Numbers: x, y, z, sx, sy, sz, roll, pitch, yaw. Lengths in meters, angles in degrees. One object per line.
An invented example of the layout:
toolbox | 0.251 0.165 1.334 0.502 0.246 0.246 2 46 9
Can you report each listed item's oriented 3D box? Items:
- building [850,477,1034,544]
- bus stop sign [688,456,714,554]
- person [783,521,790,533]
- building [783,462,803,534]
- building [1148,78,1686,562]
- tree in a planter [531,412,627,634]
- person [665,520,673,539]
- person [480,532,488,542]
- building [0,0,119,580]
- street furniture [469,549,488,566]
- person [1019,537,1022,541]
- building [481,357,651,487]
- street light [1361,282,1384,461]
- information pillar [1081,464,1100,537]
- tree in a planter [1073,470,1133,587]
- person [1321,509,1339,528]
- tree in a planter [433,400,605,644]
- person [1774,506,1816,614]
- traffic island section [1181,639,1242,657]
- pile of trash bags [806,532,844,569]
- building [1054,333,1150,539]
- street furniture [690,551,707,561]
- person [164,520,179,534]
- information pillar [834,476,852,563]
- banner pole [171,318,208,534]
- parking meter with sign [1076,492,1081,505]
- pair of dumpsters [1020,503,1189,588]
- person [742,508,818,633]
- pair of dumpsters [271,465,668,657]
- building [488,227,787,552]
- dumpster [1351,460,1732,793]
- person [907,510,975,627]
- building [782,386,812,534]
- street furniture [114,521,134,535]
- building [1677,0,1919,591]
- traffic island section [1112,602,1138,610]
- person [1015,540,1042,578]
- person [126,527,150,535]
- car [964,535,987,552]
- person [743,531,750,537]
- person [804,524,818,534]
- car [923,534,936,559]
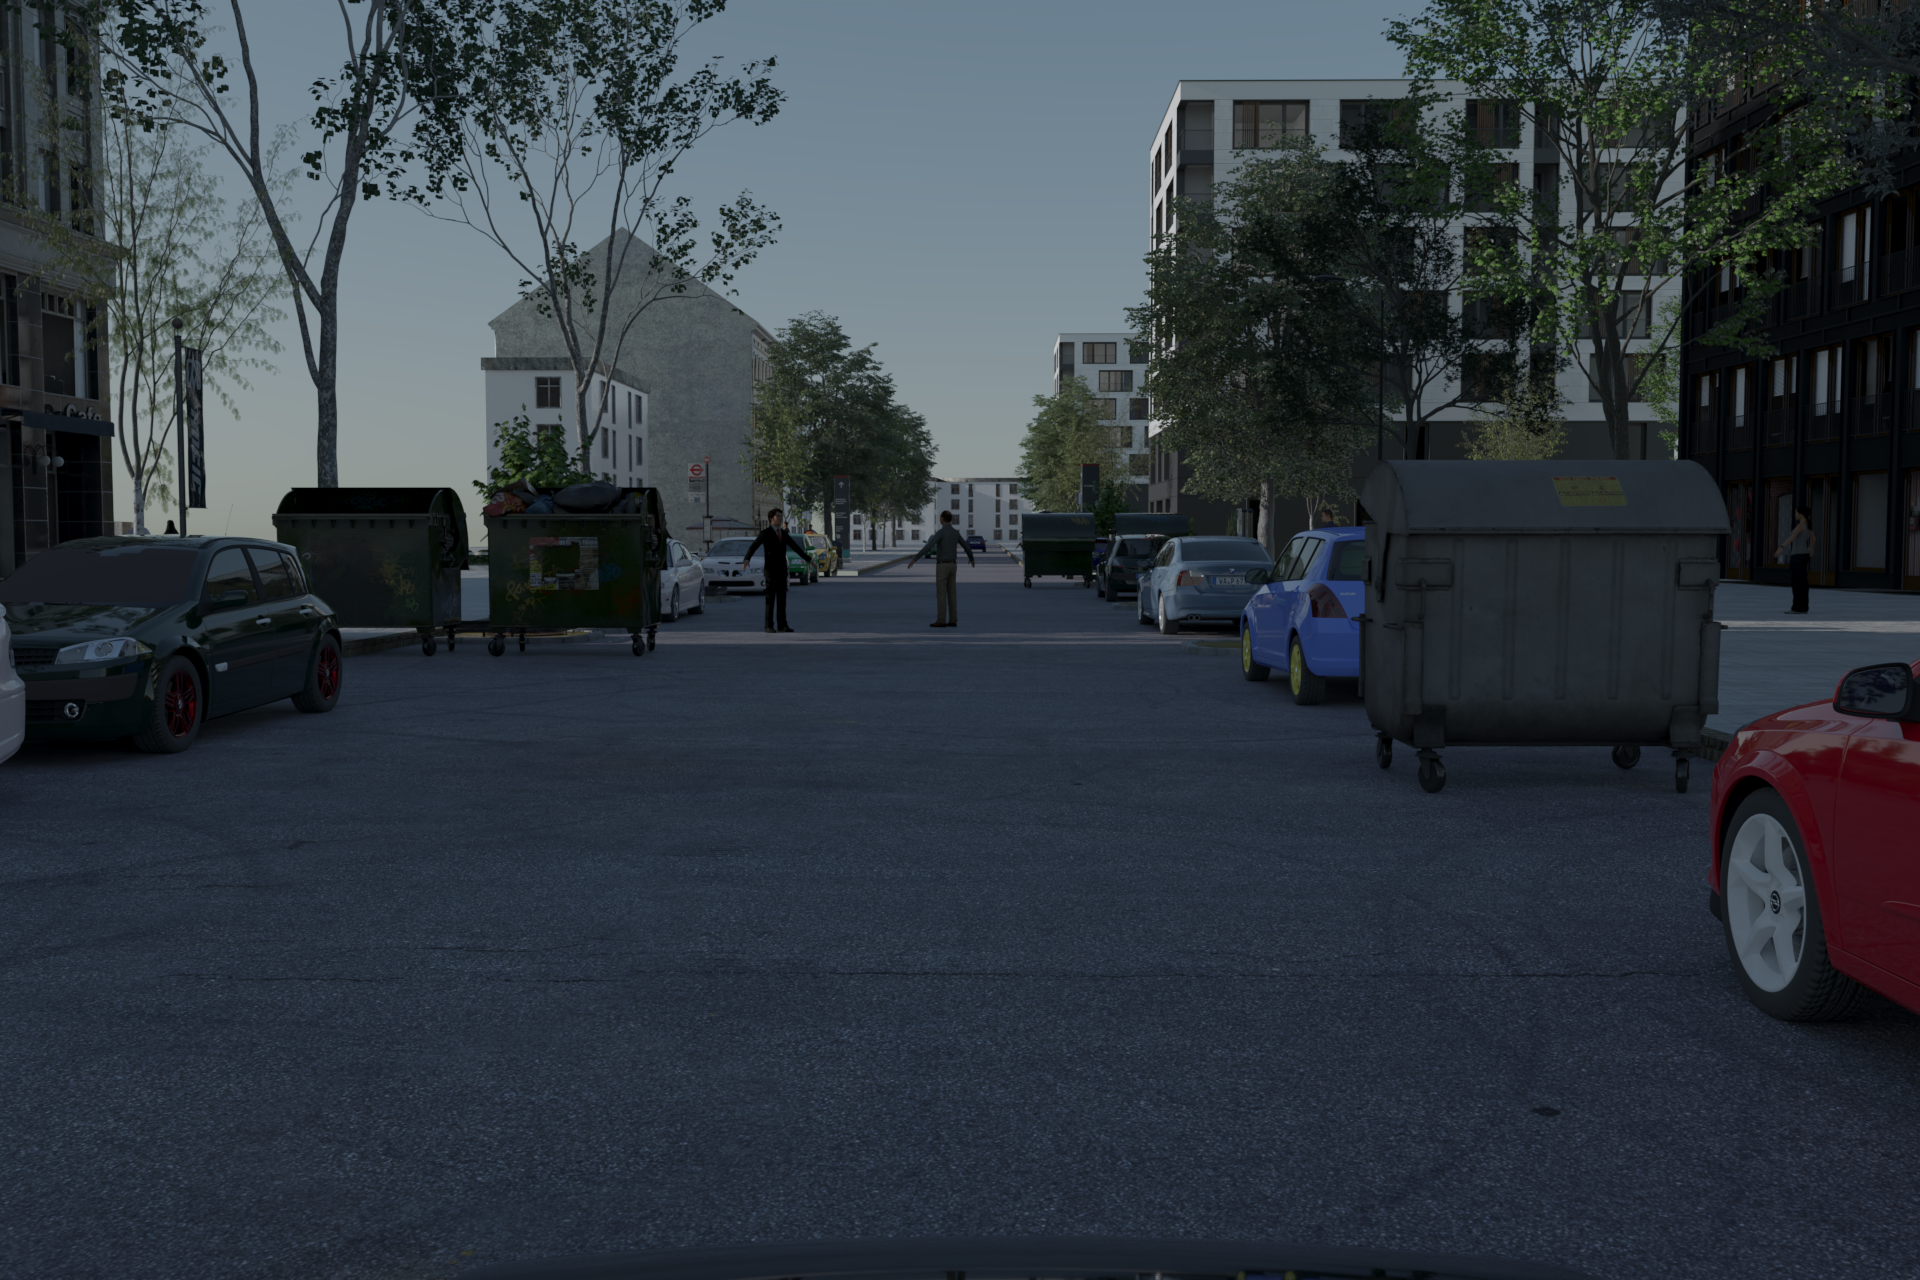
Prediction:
building | -3.296 -18.973 254.806 28.070 9.664 9.099 0 4 6
bus stop sign | -8.877 -4.326 59.427 0.855 3.939 0.416 0 4 2
person | -7.354 -4.079 72.830 0.704 1.812 1.346 1 4 12
building | -21.479 -15.087 188.823 9.099 9.664 28.070 0 4 1
building | 24.049 -15.317 94.412 27.936 21.610 32.646 0 4 1
tree in a planter | -5.910 -1.727 25.465 1.991 3.239 1.994 0 4 1
person | -10.359 -3.333 60.712 0.704 1.802 1.346 1 4 19
person | -21.965 -4.585 81.144 1.347 1.806 0.705 2 4 35
building | -30.578 -15.768 37.403 16.754 29.471 25.880 0 4 1
street furniture | -21.941 -3.359 70.539 10.072 0.657 5.734 -3 5 -39
person | 3.518 -5.401 95.109 0.721 1.733 1.217 -1 4 -18
building | -21.735 -9.434 96.389 9.099 9.664 28.070 0 4 1
street light | 8.123 -3.589 31.217 1.470 5.913 1.316 0 4 0
information pillar | 4.789 -4.555 63.848 0.750 3.857 0.750 0 4 -1
tree in a planter | 4.135 -3.102 47.942 1.991 3.239 1.994 0 4 1
person | 6.322 -1.389 29.666 0.541 1.710 0.530 -2 4 -31
tree in a planter | -5.915 -1.601 23.391 1.991 3.239 1.994 0 4 1
person | 13.443 -1.288 27.869 1.217 1.737 0.721 -3 5 -40
traffic island section | 3.736 0.103 21.180 1.991 0.108 1.994 0 4 1
pile of trash bags | -5.202 -3.241 62.742 1.912 1.369 3.447 0 4 2
building | 24.261 -21.318 192.520 27.936 21.610 32.646 0 4 1
street furniture | -11.132 -3.895 79.307 5.734 0.657 10.072 1 4 12
person | -25.222 -2.961 55.194 0.721 1.737 1.214 1 4 12
information pillar | -5.229 -5.359 76.996 0.750 3.857 0.750 0 4 2
banner pole | -9.064 -1.859 20.409 0.401 3.779 0.863 0 4 0
parking meter with sign | 5.067 -4.548 70.622 0.543 3.016 1.738 0 4 0
pair of dumpsters | 3.818 -2.519 46.142 4.436 2.255 1.574 0 4 0
person | -2.659 -1.013 25.203 1.347 1.806 0.705 -3 5 -44
pair of dumpsters | -5.798 -0.961 20.663 4.436 2.255 1.574 0 4 1
building | -23.991 -18.496 133.343 19.493 23.208 18.063 0 4 1
dumpster | 3.304 -0.112 10.044 1.865 1.857 1.264 0 4 0
person | -0.231 -1.099 26.700 1.348 1.796 0.705 -3 5 -42
building | -24.591 -21.914 214.714 16.016 20.090 11.380 0 4 0
street furniture | -30.696 -3.241 59.837 11.010 1.723 9.812 -1 4 -15
building | 25.766 -12.870 39.086 12.332 23.479 15.834 0 4 1
traffic island section | 3.942 -0.643 33.387 1.991 0.108 1.994 0 4 2
person | 2.486 -2.962 57.022 1.348 1.813 0.705 0 4 7
person | -20.835 -2.269 44.075 0.756 1.711 0.436 1 4 10
car | 1.179 -7.569 136.330 1.945 1.354 3.894 0 4 -1
person | -11.520 -5.147 93.426 0.991 1.433 0.599 0 4 -3
person | -8.199 -5.447 94.992 1.347 1.837 0.705 1 4 11
car | -1.112 -5.504 101.795 2.131 1.459 4.920 0 4 1
